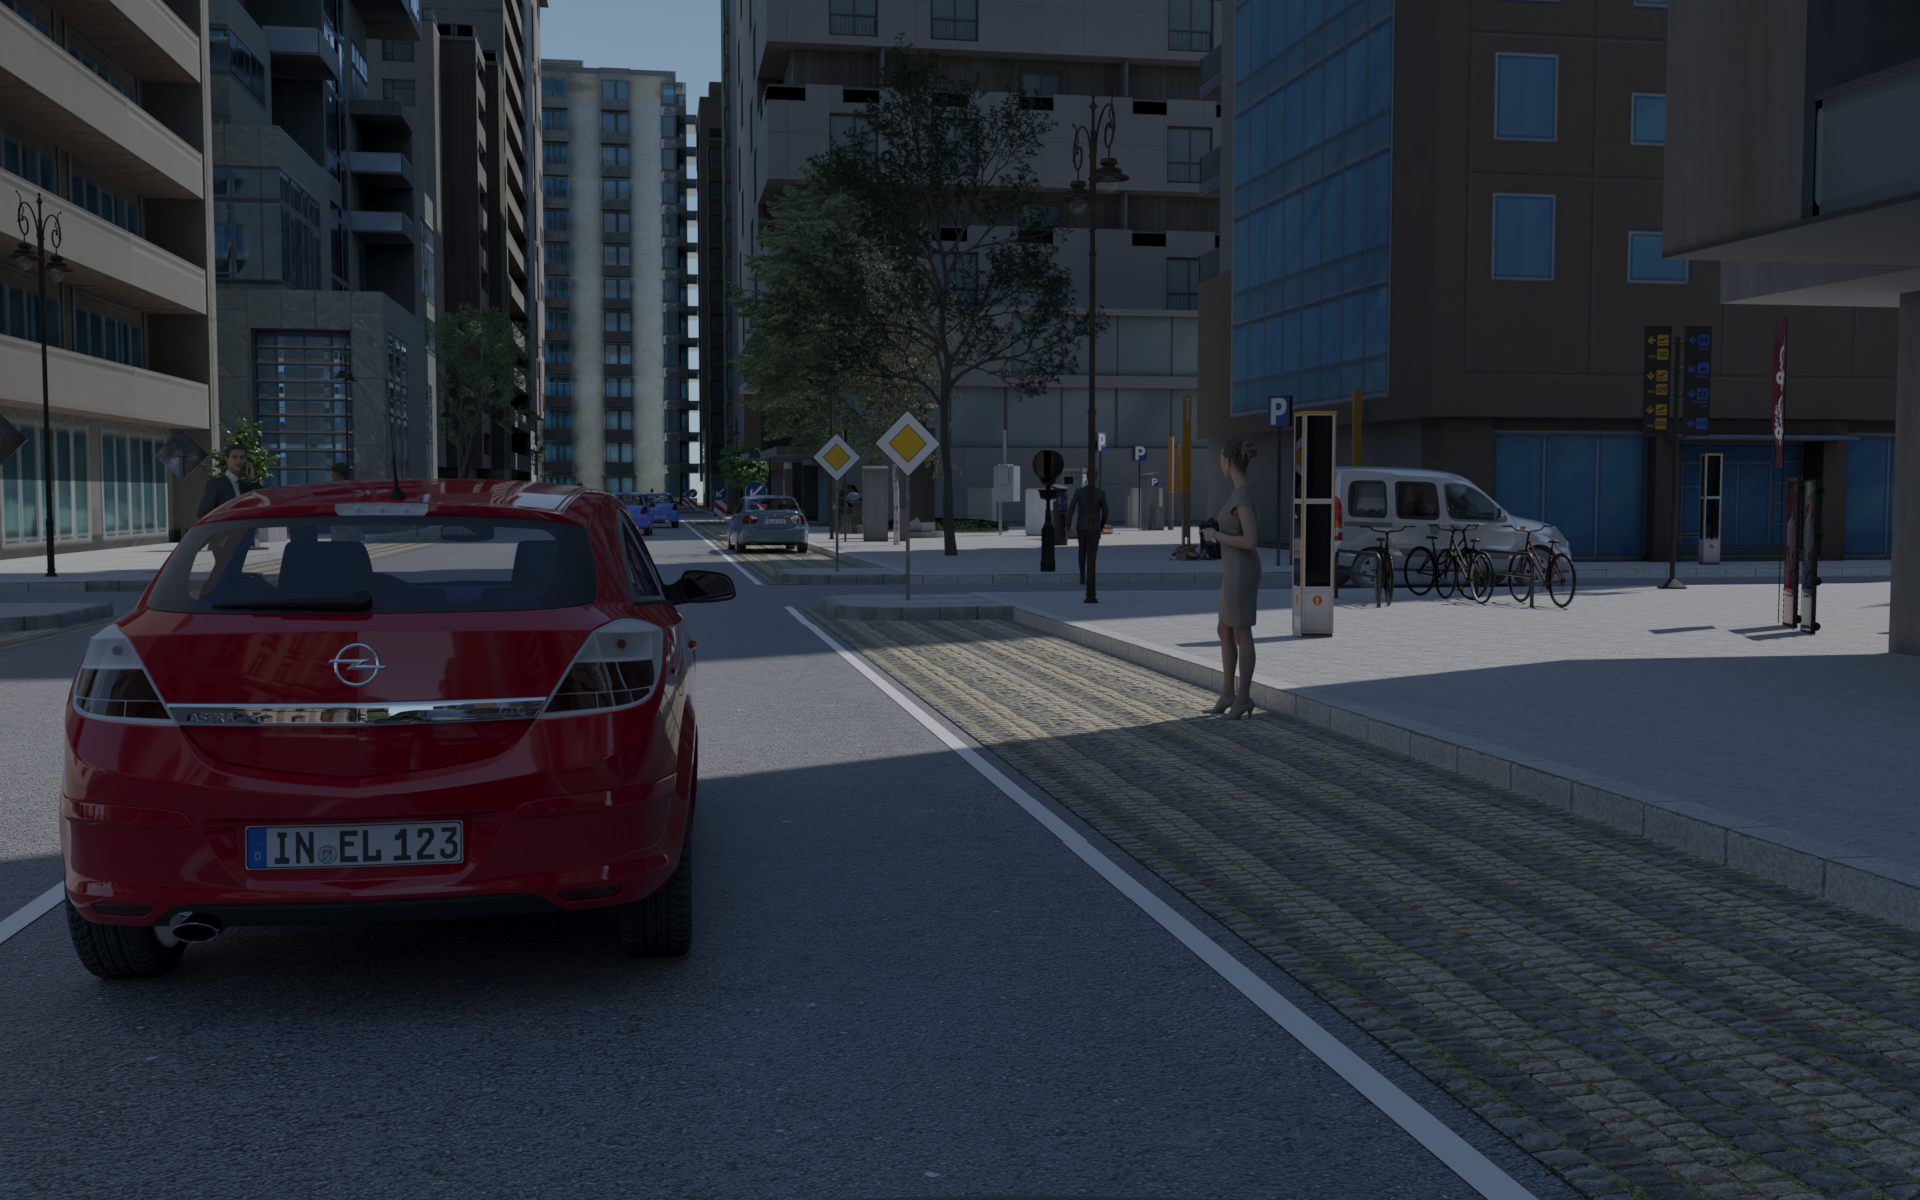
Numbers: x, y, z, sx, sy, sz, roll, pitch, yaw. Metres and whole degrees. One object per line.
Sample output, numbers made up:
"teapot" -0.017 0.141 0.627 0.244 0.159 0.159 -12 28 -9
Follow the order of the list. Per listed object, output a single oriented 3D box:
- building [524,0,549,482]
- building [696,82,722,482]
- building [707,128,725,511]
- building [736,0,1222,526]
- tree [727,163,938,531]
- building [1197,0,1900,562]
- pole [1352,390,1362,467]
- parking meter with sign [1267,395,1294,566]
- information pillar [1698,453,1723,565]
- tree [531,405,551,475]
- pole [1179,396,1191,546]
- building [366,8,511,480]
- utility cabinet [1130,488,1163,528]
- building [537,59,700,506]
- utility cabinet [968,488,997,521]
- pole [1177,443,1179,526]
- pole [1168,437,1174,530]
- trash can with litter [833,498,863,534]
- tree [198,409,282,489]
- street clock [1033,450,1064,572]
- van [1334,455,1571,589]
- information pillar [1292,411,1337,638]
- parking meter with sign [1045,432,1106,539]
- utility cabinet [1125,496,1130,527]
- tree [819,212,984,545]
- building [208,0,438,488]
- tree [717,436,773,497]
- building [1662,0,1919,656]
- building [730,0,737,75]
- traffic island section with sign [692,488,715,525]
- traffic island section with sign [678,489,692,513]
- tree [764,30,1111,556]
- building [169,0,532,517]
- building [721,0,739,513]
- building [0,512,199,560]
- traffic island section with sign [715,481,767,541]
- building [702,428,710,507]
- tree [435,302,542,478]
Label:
"building" -51.996 -34.759 157.548 27.495 52.752 28.713 -1 4 -10
"building" -21.798 -33.179 192.582 14.200 45.320 14.600 -1 4 -10
"building" -13.480 -22.583 140.929 14.160 30.474 14.107 -1 4 -10
"building" 3.617 -30.095 81.295 28.713 52.752 27.495 -1 4 -10
"tree" -4.694 -8.667 59.837 7.486 12.596 7.792 0 3 0
"building" 14.319 -23.736 38.203 14.200 45.320 14.600 -1 4 -10
"pole" 7.786 -2.458 34.027 0.158 3.312 0.155 0 3 0
"parking meter with sign" 6.359 -2.140 31.242 1.738 3.016 0.543 -2 4 -34
"information pillar" 13.631 -1.649 31.461 0.304 2.012 0.304 0 4 8
"tree" -35.494 -11.643 140.725 4.360 8.622 3.978 0 3 0
"pole" 4.705 -2.577 35.979 0.158 3.312 0.155 0 3 0
"building" -35.627 -20.480 106.548 14.160 30.474 14.107 -1 4 -10
"utility cabinet" 6.962 -3.430 64.756 1.173 1.500 0.318 -1 4 -11
"building" -44.796 -35.109 193.641 30.456 49.044 23.786 -1 4 -10
"utility cabinet" 0.829 -3.421 64.618 1.173 1.500 0.318 3 5 40
"pole" 8.767 -4.611 69.234 0.158 3.312 0.155 0 3 0
"pole" 7.519 -4.150 61.694 0.158 3.312 0.155 0 3 0
"trash can with litter" -3.543 -2.706 55.628 1.055 1.170 0.624 -3 5 -44
"tree" -16.510 -2.768 39.854 1.663 3.219 1.824 0 3 0
"street clock" 1.454 -1.468 28.578 0.471 2.002 0.358 2 4 31
"van" 7.316 -1.204 26.694 4.112 2.044 2.013 -1 4 -10
"information pillar" 3.176 -0.676 15.548 0.304 2.012 0.304 0 4 -5
"parking meter with sign" 3.265 -3.260 49.562 1.738 3.016 0.543 2 4 30
"utility cabinet" 6.885 -3.394 66.652 1.020 1.237 0.306 -1 4 -14
"tree" -1.554 -5.678 43.191 4.360 8.622 3.978 0 3 0
"building" -32.087 -46.086 66.184 22.319 86.520 31.000 -1 4 -10
"tree" -12.187 -7.032 98.692 4.285 4.588 4.351 0 3 0
"building" 11.692 -19.808 7.456 14.154 41.232 14.086 -1 4 -10
"building" -7.494 -28.234 111.744 14.600 45.320 14.200 -1 4 -10
"traffic island section with sign" -11.223 -4.368 80.038 1.989 1.847 2.006 -1 4 -10
"traffic island section with sign" -19.999 -7.358 128.933 1.989 1.847 2.006 -1 4 -10
"tree" -0.528 -6.200 35.781 7.601 10.594 8.767 -1 4 -12
"building" -42.471 -30.554 123.258 21.300 48.544 21.600 -1 4 -10
"building" -10.366 -27.098 126.641 14.154 41.232 14.086 -1 4 -10
"building" -28.595 -25.045 33.186 21.300 48.544 21.600 -1 4 -10
"traffic island section with sign" -6.421 -2.732 53.302 1.989 1.847 2.006 -1 4 -10
"building" -12.811 -52.003 162.918 22.319 86.520 31.000 -1 4 -10
"tree" -26.561 -10.198 92.497 9.928 11.665 9.643 0 3 0
